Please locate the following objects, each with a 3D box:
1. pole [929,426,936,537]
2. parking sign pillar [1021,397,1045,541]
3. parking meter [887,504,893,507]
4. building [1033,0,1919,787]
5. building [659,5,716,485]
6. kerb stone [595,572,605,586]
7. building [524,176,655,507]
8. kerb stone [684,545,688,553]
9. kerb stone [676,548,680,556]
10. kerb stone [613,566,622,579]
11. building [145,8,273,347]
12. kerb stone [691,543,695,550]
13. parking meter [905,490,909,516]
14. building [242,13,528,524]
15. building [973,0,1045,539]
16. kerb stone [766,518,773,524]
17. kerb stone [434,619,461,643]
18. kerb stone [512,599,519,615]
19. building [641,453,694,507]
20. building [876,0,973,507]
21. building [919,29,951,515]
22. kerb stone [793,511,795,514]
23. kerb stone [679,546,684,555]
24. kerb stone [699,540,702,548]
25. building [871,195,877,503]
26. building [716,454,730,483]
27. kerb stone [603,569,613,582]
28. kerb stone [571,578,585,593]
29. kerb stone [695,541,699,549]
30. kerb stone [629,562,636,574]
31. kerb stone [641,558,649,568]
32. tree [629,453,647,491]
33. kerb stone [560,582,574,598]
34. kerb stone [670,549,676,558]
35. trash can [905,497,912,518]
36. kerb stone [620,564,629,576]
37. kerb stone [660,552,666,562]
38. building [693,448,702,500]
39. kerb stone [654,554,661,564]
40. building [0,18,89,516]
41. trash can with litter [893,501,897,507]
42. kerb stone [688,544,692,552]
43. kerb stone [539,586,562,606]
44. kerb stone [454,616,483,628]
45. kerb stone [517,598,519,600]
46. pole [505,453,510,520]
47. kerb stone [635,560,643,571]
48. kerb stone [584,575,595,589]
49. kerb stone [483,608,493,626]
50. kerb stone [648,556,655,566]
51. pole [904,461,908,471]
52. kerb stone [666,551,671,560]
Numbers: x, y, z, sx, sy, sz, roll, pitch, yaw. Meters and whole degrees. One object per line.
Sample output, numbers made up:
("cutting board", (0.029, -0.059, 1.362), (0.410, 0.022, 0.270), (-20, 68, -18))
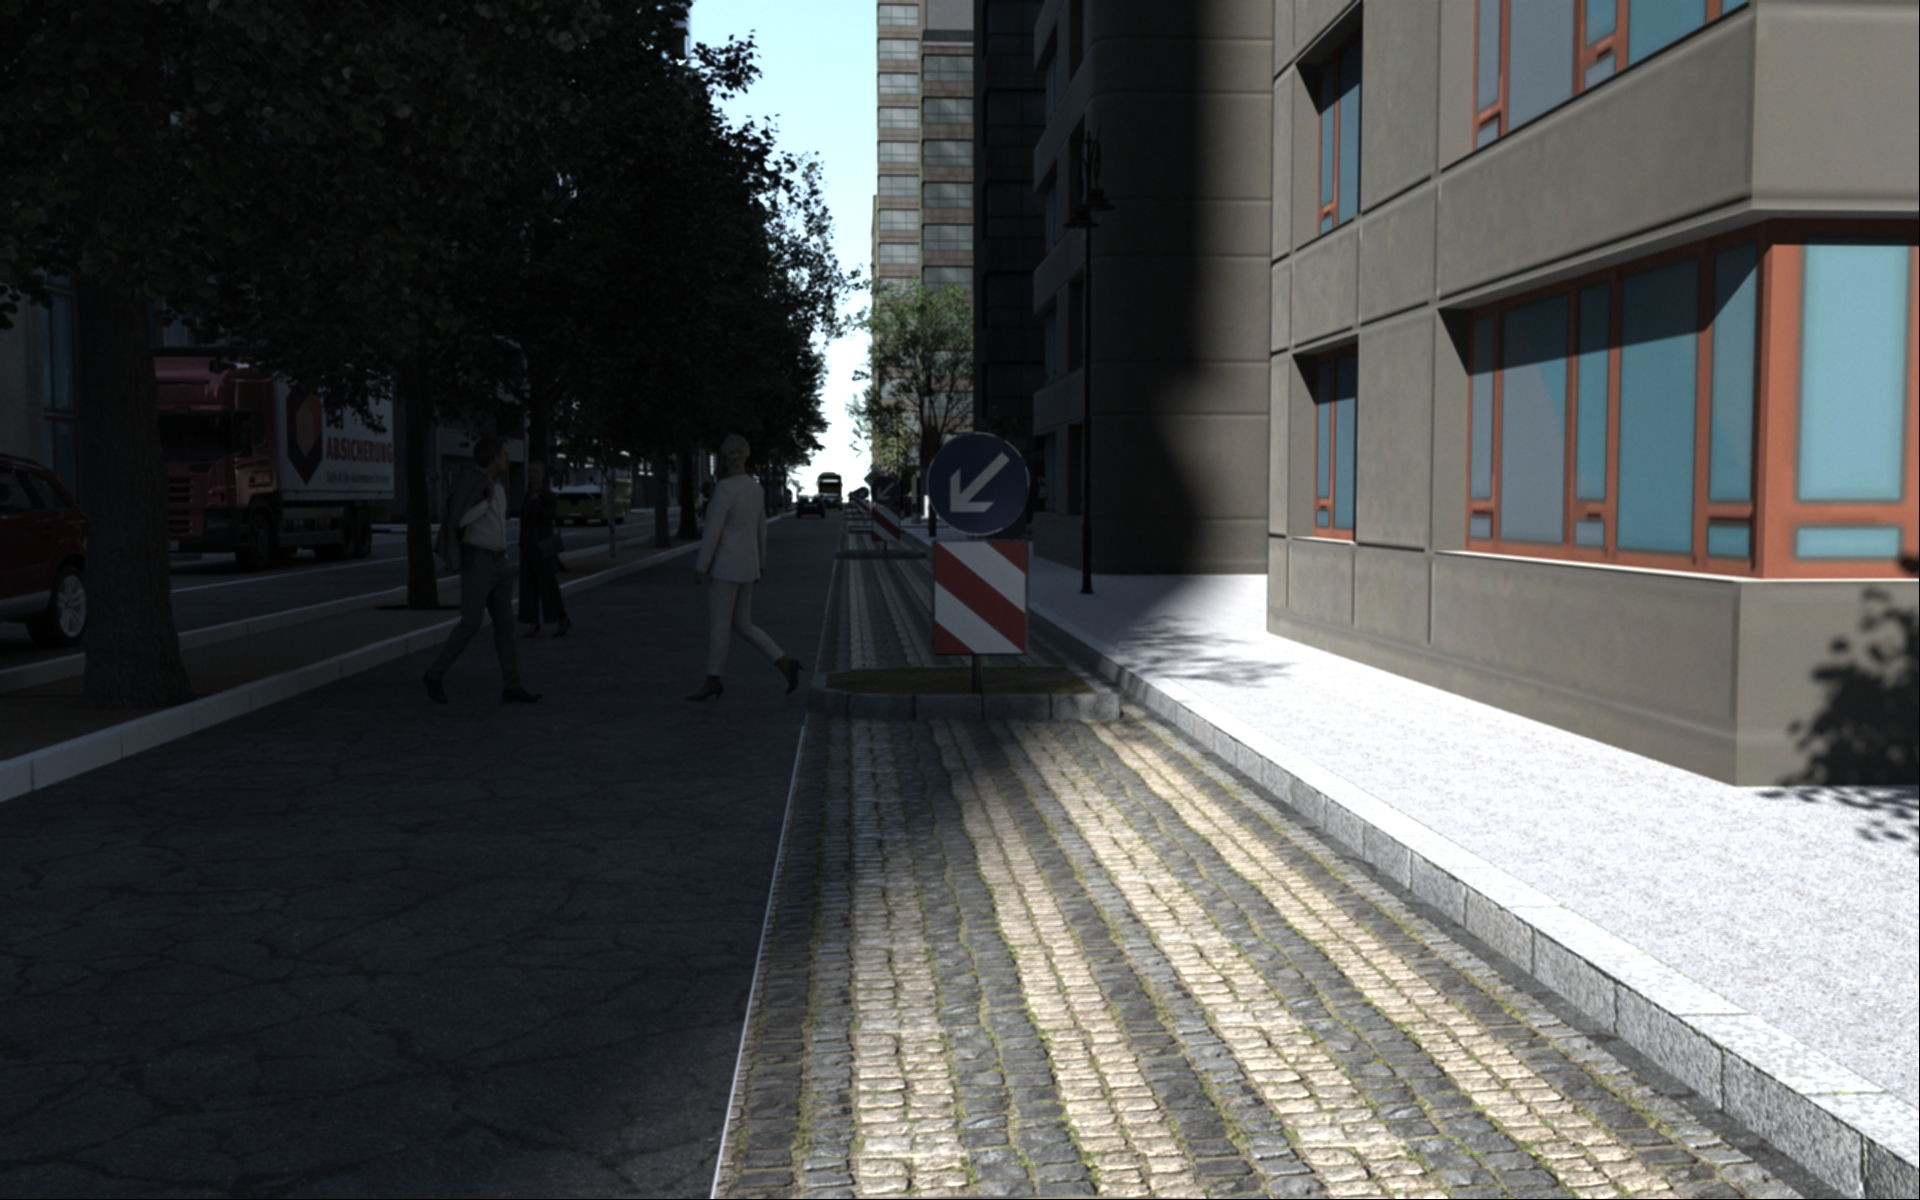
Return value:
("pole", (-0.825, -3.549, 51.864), (0.158, 3.312, 0.155), (0, 3, 0))
("parking sign pillar", (2.417, -3.618, 47.629), (1.447, 3.967, 1.447), (-3, 5, -45))
("parking meter", (-4.311, -5.974, 106.081), (0.372, 1.533, 0.369), (0, 3, 0))
("building", (16.262, -10.836, 22.212), (27.650, 21.520, 28.899), (0, 4, -4))
("building", (-45.400, -56.908, 243.111), (22.319, 86.520, 31.000), (0, 4, -4))
("kerb stone", (-5.760, -0.305, 27.268), (0.120, 0.150, 1.000), (0, 4, -4))
("building", (-40.668, -32.974, 158.736), (23.786, 49.044, 30.456), (0, 4, -4))
("kerb stone", (-6.696, -1.180, 41.590), (0.120, 0.150, 1.000), (0, 4, -4))
("kerb stone", (-6.556, -1.058, 39.545), (0.120, 0.150, 1.000), (0, 4, -4))
("kerb stone", (-5.898, -0.436, 29.318), (0.120, 0.150, 1.000), (0, 4, -4))
("building", (-37.032, -30.319, 115.319), (23.786, 49.044, 30.456), (0, 4, -4))
("kerb stone", (-6.834, -1.311, 43.632), (0.120, 0.150, 1.000), (0, 4, -4))
("parking meter", (-3.132, -5.646, 100.726), (0.372, 1.533, 0.369), (0, 3, 0))
("building", (-33.393, -28.002, 81.534), (21.300, 48.544, 21.600), (0, 4, -4))
("building", (7.280, -17.351, 55.390), (14.160, 30.474, 14.107), (0, 4, -4))
("kerb stone", (-9.709, -4.024, 88.162), (0.120, 0.150, 1.000), (0, 4, -4))
("kerb stone", (-5.099, 0.321, 17.036), (0.120, 0.150, 1.000), (0, 4, -4))
("kerb stone", (-5.299, 0.128, 20.098), (0.120, 0.150, 1.000), (0, 4, -4))
("building", (-44.450, -21.112, 190.221), (27.650, 21.520, 28.899), (0, 4, -4))
("building", (0.398, -27.757, 137.414), (14.154, 41.232, 14.086), (0, 4, -4))
("building", (4.282, -20.826, 112.207), (14.160, 30.474, 14.107), (0, 4, -4))
("kerb stone", (-11.896, -6.097, 121.920), (0.120, 0.150, 1.000), (0, 4, -4))
("kerb stone", (-6.623, -1.118, 40.566), (0.120, 0.150, 1.000), (0, 4, -4))
("kerb stone", (-6.956, -1.430, 45.678), (0.120, 0.150, 1.000), (0, 4, -4))
("building", (-2.799, -39.264, 265.662), (21.300, 48.544, 21.600), (0, 4, -4))
("building", (-49.399, -26.344, 275.763), (27.650, 21.520, 28.899), (0, 4, -4))
("kerb stone", (-5.832, -0.373, 28.288), (0.120, 0.150, 1.000), (0, 4, -4))
("kerb stone", (-5.636, -0.185, 25.218), (0.120, 0.150, 1.000), (0, 4, -4))
("kerb stone", (-6.892, -1.374, 44.652), (0.120, 0.150, 1.000), (0, 4, -4))
("kerb stone", (-6.028, -0.561, 31.365), (0.120, 0.150, 1.000), (0, 4, -4))
("kerb stone", (-6.165, -0.681, 33.411), (0.120, 0.150, 1.000), (0, 4, -4))
("tree", (-27.342, -11.739, 142.295), (4.360, 8.622, 3.978), (0, 3, 0))
("kerb stone", (-5.562, -0.116, 24.191), (0.120, 0.150, 1.000), (0, 4, -4))
("kerb stone", (-6.493, -0.999, 38.523), (0.120, 0.150, 1.000), (0, 4, -4))
("trash can", (-2.932, -5.041, 94.076), (0.748, 1.137, 0.748), (0, 3, 0))
("kerb stone", (-5.961, -0.497, 30.338), (0.120, 0.150, 1.000), (0, 4, -4))
("kerb stone", (-6.354, -0.873, 36.476), (0.120, 0.150, 1.000), (0, 4, -4))
("building", (-39.310, -32.285, 211.448), (14.154, 41.232, 14.086), (0, 4, -4))
("kerb stone", (-6.296, -0.805, 35.455), (0.120, 0.150, 1.000), (0, 4, -4))
("building", (-36.699, -26.181, 47.663), (30.456, 49.044, 23.786), (0, 4, -4))
("trash can with litter", (-4.462, -6.897, 124.150), (0.624, 1.170, 1.055), (-2, 4, -24))
("kerb stone", (-6.755, -1.249, 42.612), (0.120, 0.150, 1.000), (0, 4, -4))
("kerb stone", (-5.507, -0.059, 23.166), (0.120, 0.150, 1.000), (0, 4, -4))
("kerb stone", (-5.167, 0.253, 18.056), (0.120, 0.150, 1.000), (0, 4, -4))
("kerb stone", (-5.369, 0.066, 21.118), (0.120, 0.150, 1.000), (0, 4, -4))
("pole", (-22.273, -5.585, 85.156), (0.158, 3.312, 0.155), (0, 3, 0))
("kerb stone", (-6.098, -0.620, 32.391), (0.120, 0.150, 1.000), (0, 4, -4))
("kerb stone", (-5.699, -0.247, 26.240), (0.120, 0.150, 1.000), (0, 4, -4))
("kerb stone", (-5.238, 0.192, 19.076), (0.120, 0.150, 1.000), (0, 4, -4))
("kerb stone", (-6.231, -0.744, 34.431), (0.120, 0.150, 1.000), (0, 4, -4))
("pole", (-3.285, -6.839, 105.653), (0.158, 3.312, 0.155), (0, 3, 0))
("kerb stone", (-6.429, -0.932, 37.502), (0.120, 0.150, 1.000), (0, 4, -4))
